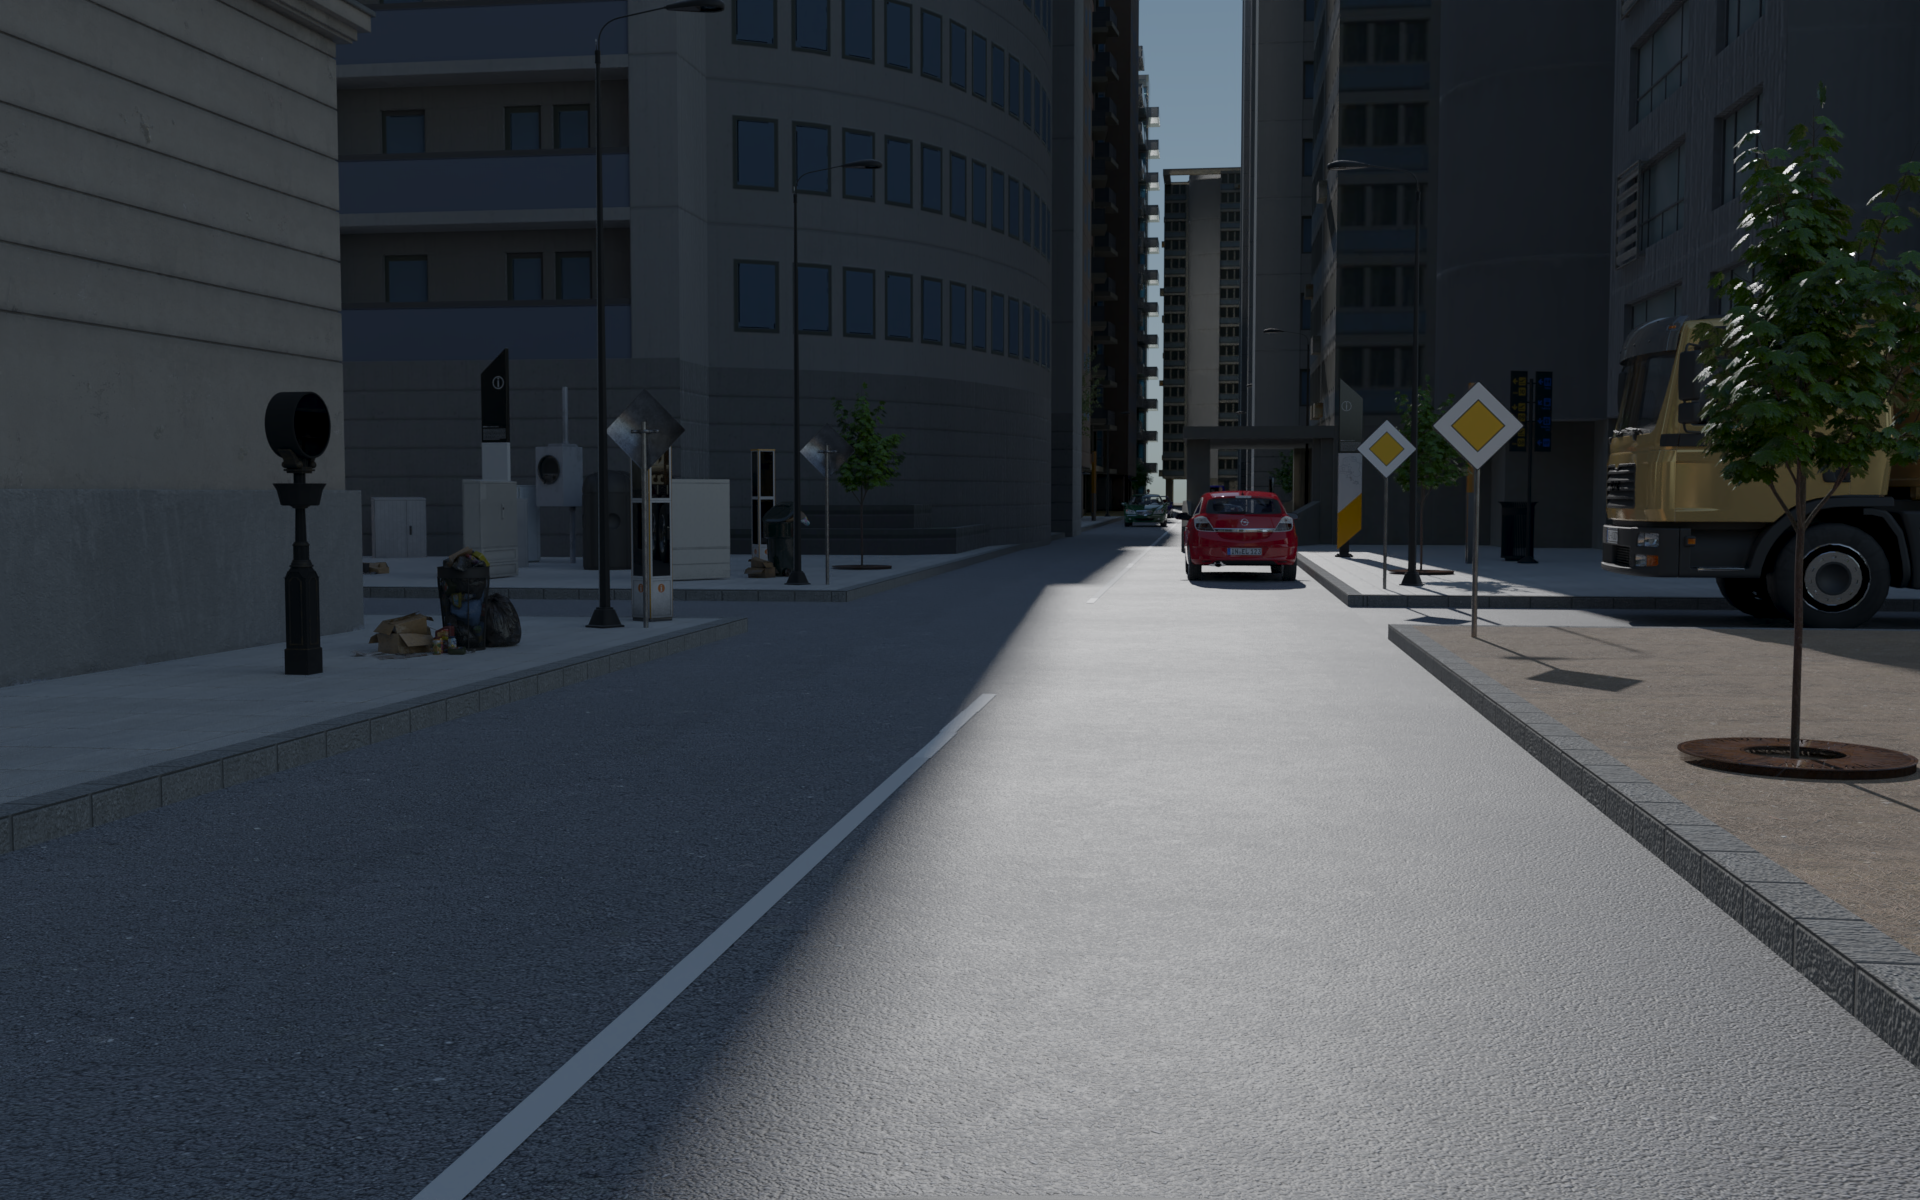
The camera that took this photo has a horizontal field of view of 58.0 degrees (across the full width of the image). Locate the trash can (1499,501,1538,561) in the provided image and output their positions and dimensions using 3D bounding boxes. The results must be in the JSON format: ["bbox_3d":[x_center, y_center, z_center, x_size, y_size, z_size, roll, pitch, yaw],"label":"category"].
[{"bbox_3d":[10.670,-1.314,33.135,0.748,1.137,0.748,0,3,0],"label":"trash can"}]

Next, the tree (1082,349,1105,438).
[{"bbox_3d":[3.615,-7.307,69.838,4.737,8.622,4.395,0,3,0],"label":"tree"}]

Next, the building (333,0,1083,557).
[{"bbox_3d":[-8.055,-30.920,47.533,21.231,58.520,28.212,1,4,8],"label":"building"}]

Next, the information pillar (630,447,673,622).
[{"bbox_3d":[-3.116,-0.795,17.488,0.304,2.012,0.304,3,5,40],"label":"information pillar"}]

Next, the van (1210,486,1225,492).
[{"bbox_3d":[18.487,-7.517,127.294,2.240,2.365,5.245,0,4,6],"label":"van"}]

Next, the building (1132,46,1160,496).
[{"bbox_3d":[7.038,-35.164,194.546,30.456,49.044,23.786,1,4,8],"label":"building"}]

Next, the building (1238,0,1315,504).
[{"bbox_3d":[36.001,-37.594,156.661,21.231,58.520,28.212,1,4,8],"label":"building"}]

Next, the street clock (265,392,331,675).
[{"bbox_3d":[-4.683,-0.473,12.303,0.358,2.002,0.471,1,4,12],"label":"street clock"}]

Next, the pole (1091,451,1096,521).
[{"bbox_3d":[6.407,-5.447,82.901,0.158,3.312,0.155,0,3,0],"label":"pole"}]

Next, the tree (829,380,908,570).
[{"bbox_3d":[-1.623,-2.137,29.534,1.663,3.219,1.824,0,3,0],"label":"tree"}]

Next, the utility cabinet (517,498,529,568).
[{"bbox_3d":[-7.949,-1.191,30.629,0.306,1.237,1.020,-2,4,-35],"label":"utility cabinet"}]

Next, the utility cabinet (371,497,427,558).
[{"bbox_3d":[-11.293,-1.451,34.880,1.020,1.237,0.306,-2,4,-31],"label":"utility cabinet"}]

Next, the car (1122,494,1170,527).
[{"bbox_3d":[8.300,-4.001,77.216,2.131,1.459,4.920,0,4,8],"label":"car"}]

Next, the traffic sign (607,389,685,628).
[{"bbox_3d":[-3.011,-0.790,16.562,0.795,2.450,0.064,1,4,8],"label":"traffic sign"}]

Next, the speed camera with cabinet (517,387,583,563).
[{"bbox_3d":[-7.982,-2.318,32.230,2.038,3.252,0.660,2,4,29],"label":"speed camera with cabinet"}]

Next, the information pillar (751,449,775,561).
[{"bbox_3d":[-3.232,-1.466,28.458,0.304,2.012,0.304,-2,4,-31],"label":"information pillar"}]

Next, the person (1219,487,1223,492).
[{"bbox_3d":[13.710,-5.067,91.446,0.694,1.812,0.767,2,4,26],"label":"person"}]

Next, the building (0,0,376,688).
[{"bbox_3d":[-17.536,-13.674,10.965,23.554,28.519,14.401,1,4,8],"label":"building"}]

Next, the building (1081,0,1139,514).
[{"bbox_3d":[6.615,-29.646,134.826,14.600,45.320,14.200,1,4,8],"label":"building"}]

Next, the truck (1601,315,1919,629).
[{"bbox_3d":[11.320,-1.392,18.685,9.791,3.379,3.469,1,4,10],"label":"truck"}]

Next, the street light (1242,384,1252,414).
[{"bbox_3d":[12.786,-6.158,73.226,1.470,5.913,1.316,1,4,8],"label":"street light"}]

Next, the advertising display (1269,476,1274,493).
[{"bbox_3d":[11.429,-3.568,63.558,0.123,1.923,0.974,1,4,15],"label":"advertising display"}]

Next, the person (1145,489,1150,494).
[{"bbox_3d":[10.964,-5.554,100.094,0.721,1.735,1.217,0,4,-1],"label":"person"}]

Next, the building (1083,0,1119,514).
[{"bbox_3d":[-1.047,-28.110,114.226,22.147,44.769,28.867,1,4,8],"label":"building"}]

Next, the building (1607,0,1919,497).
[{"bbox_3d":[19.295,-21.018,27.231,14.086,41.232,14.154,1,4,8],"label":"building"}]

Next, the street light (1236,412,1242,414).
[{"bbox_3d":[16.252,-7.657,97.730,1.470,5.913,1.316,1,4,8],"label":"street light"}]

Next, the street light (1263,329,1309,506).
[{"bbox_3d":[9.220,-4.660,48.736,1.470,5.913,1.316,1,4,8],"label":"street light"}]

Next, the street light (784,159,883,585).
[{"bbox_3d":[-1.767,-3.164,24.268,1.470,5.913,1.316,1,4,8],"label":"street light"}]

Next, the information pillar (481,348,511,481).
[{"bbox_3d":[-7.459,-2.235,27.900,0.504,3.616,0.183,1,4,17],"label":"information pillar"}]

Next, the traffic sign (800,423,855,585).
[{"bbox_3d":[-1.876,-1.274,24.467,0.795,2.450,0.064,1,4,8],"label":"traffic sign"}]

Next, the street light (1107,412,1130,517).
[{"bbox_3d":[8.911,-7.675,98.030,1.470,5.913,1.316,1,4,8],"label":"street light"}]

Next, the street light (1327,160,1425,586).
[{"bbox_3d":[5.809,-3.161,24.223,1.470,5.913,1.316,1,4,8],"label":"street light"}]

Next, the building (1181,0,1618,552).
[{"bbox_3d":[22.409,-21.674,46.251,32.217,40.220,23.993,1,4,8],"label":"building"}]

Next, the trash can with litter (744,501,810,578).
[{"bbox_3d":[-2.839,-0.939,26.747,0.624,1.170,1.055,2,4,28],"label":"trash can with litter"}]

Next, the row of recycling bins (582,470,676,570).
[{"bbox_3d":[-5.862,-1.450,30.819,1.069,1.692,3.534,0,4,8],"label":"row of recycling bins"}]

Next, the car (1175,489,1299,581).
[{"bbox_3d":[4.829,-1.288,30.091,2.155,1.783,4.494,0,4,6],"label":"car"}]

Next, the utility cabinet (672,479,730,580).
[{"bbox_3d":[-4.000,-1.044,25.755,1.173,1.500,0.318,-3,5,-41],"label":"utility cabinet"}]

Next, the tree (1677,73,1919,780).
[{"bbox_3d":[3.898,-0.824,8.071,1.663,3.219,1.824,0,3,0],"label":"tree"}]

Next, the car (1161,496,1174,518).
[{"bbox_3d":[11.900,-5.605,104.215,1.945,1.354,3.894,1,4,10],"label":"car"}]

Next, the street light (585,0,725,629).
[{"bbox_3d":[-2.888,-2.684,16.429,1.470,5.913,1.316,1,4,8],"label":"street light"}]

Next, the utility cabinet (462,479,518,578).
[{"bbox_3d":[-7.120,-1.079,26.327,0.318,1.500,1.173,1,4,12],"label":"utility cabinet"}]

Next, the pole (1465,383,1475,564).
[{"bbox_3d":[9.404,-2.322,31.802,0.158,3.312,0.155,0,3,0],"label":"pole"}]

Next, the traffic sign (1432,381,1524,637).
[{"bbox_3d":[4.602,-0.722,15.452,0.795,2.450,0.064,1,4,8],"label":"traffic sign"}]

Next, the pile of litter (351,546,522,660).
[{"bbox_3d":[-4.323,-0.019,14.277,1.176,0.858,1.719,2,4,34],"label":"pile of litter"}]

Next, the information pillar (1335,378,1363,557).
[{"bbox_3d":[7.896,-2.677,35.125,0.504,3.616,0.183,0,4,-1],"label":"information pillar"}]

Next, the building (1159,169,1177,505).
[{"bbox_3d":[34.651,-30.755,194.727,23.993,40.220,32.217,1,4,8],"label":"building"}]

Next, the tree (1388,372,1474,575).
[{"bbox_3d":[7.404,-2.020,27.625,1.663,3.219,1.824,0,3,0],"label":"tree"}]

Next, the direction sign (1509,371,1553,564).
[{"bbox_3d":[10.518,-2.445,31.970,0.876,3.537,0.379,-1,4,-16],"label":"direction sign"}]

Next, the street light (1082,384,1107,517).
[{"bbox_3d":[5.361,-6.177,73.537,1.470,5.913,1.316,1,4,8],"label":"street light"}]

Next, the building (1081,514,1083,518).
[{"bbox_3d":[-0.744,-26.732,87.176,14.600,45.320,14.200,1,4,8],"label":"building"}]

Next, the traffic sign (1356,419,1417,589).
[{"bbox_3d":[5.738,-1.206,23.356,0.795,2.450,0.064,1,4,8],"label":"traffic sign"}]

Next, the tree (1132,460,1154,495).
[{"bbox_3d":[14.810,-10.068,148.327,4.285,4.588,4.351,0,3,0],"label":"tree"}]

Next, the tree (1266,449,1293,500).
[{"bbox_3d":[12.709,-4.359,65.870,1.663,3.219,1.824,0,3,0],"label":"tree"}]
